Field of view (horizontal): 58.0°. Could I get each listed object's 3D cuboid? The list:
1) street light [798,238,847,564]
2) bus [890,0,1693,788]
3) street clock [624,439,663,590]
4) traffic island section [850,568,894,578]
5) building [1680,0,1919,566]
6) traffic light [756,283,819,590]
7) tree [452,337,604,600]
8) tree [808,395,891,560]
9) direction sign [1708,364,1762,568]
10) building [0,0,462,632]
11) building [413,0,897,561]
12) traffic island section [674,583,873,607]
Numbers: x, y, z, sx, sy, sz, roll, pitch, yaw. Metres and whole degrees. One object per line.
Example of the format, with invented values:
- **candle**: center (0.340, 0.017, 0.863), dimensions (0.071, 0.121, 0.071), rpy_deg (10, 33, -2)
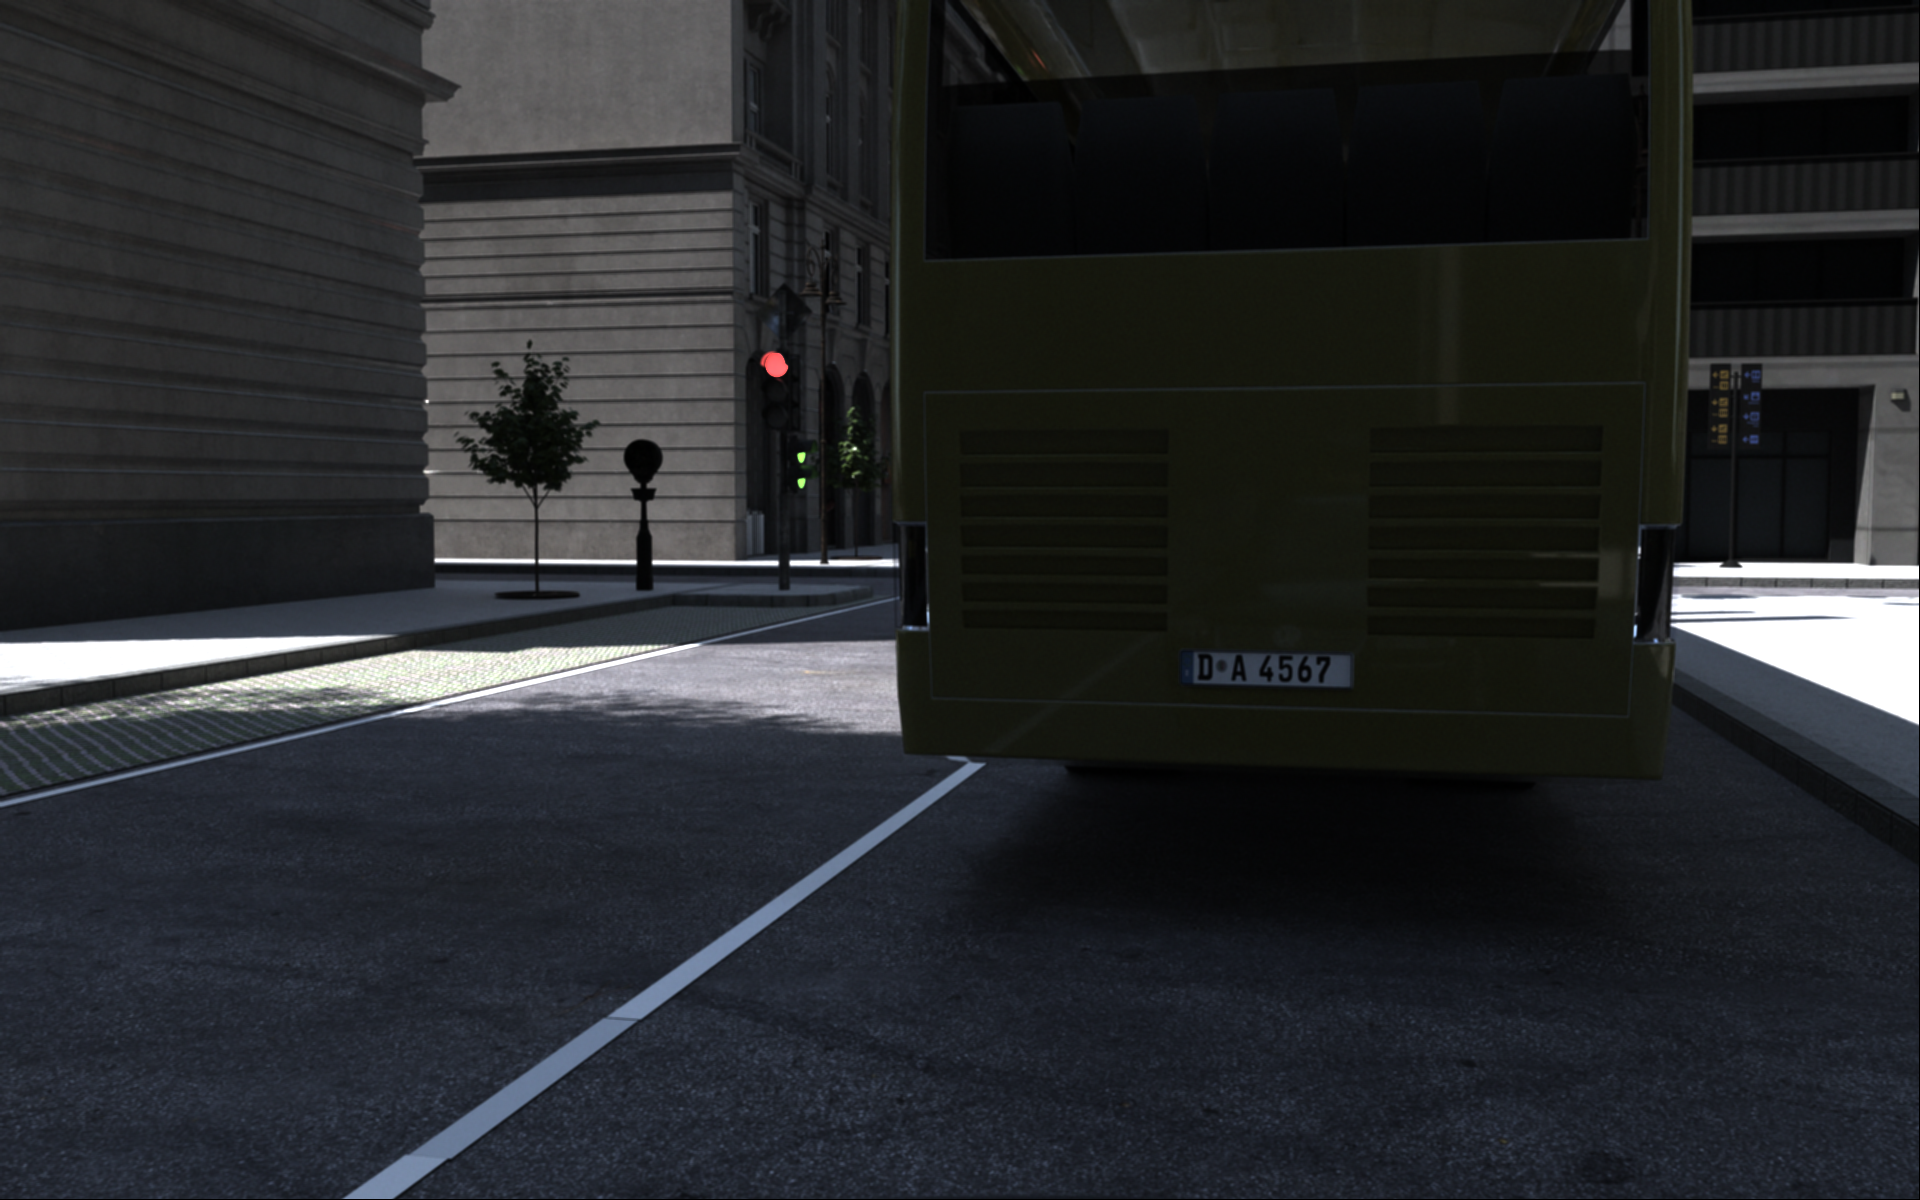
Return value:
- **street light**: center (-2.487, -3.595, 31.564), dimensions (0.468, 5.910, 1.993), rpy_deg (1, 4, 13)
- **bus**: center (2.316, -1.215, 11.418), dimensions (2.896, 3.916, 12.252), rpy_deg (1, 4, 13)
- **street clock**: center (-4.217, -1.134, 23.108), dimensions (0.471, 2.002, 0.358), rpy_deg (0, 4, 3)
- **traffic island section**: center (-0.618, -0.535, 31.028), dimensions (2.009, 0.180, 2.903), rpy_deg (1, 4, 13)
- **building**: center (23.964, -36.652, 37.512), dimensions (20.611, 71.187, 20.563), rpy_deg (1, 4, 13)
- **traffic light**: center (-2.338, -2.090, 23.094), dimensions (0.839, 4.253, 0.868), rpy_deg (1, 4, 13)
- **tree**: center (-5.307, -1.652, 21.606), dimensions (1.663, 3.219, 1.824), rpy_deg (0, 3, 0)
- **tree**: center (-1.945, -2.411, 34.016), dimensions (1.663, 3.219, 1.824), rpy_deg (0, 3, 0)
- **direction sign**: center (13.467, -2.334, 30.151), dimensions (0.876, 3.537, 0.379), rpy_deg (0, 4, 2)
- **building**: center (-17.278, -11.717, 20.449), dimensions (19.941, 23.489, 11.050), rpy_deg (1, 4, 13)
- **building**: center (-7.461, -12.423, 44.912), dimensions (13.314, 21.916, 24.055), rpy_deg (1, 4, 13)
- **traffic island section**: center (-2.375, -0.059, 23.238), dimensions (2.009, 0.180, 2.903), rpy_deg (1, 4, 13)
